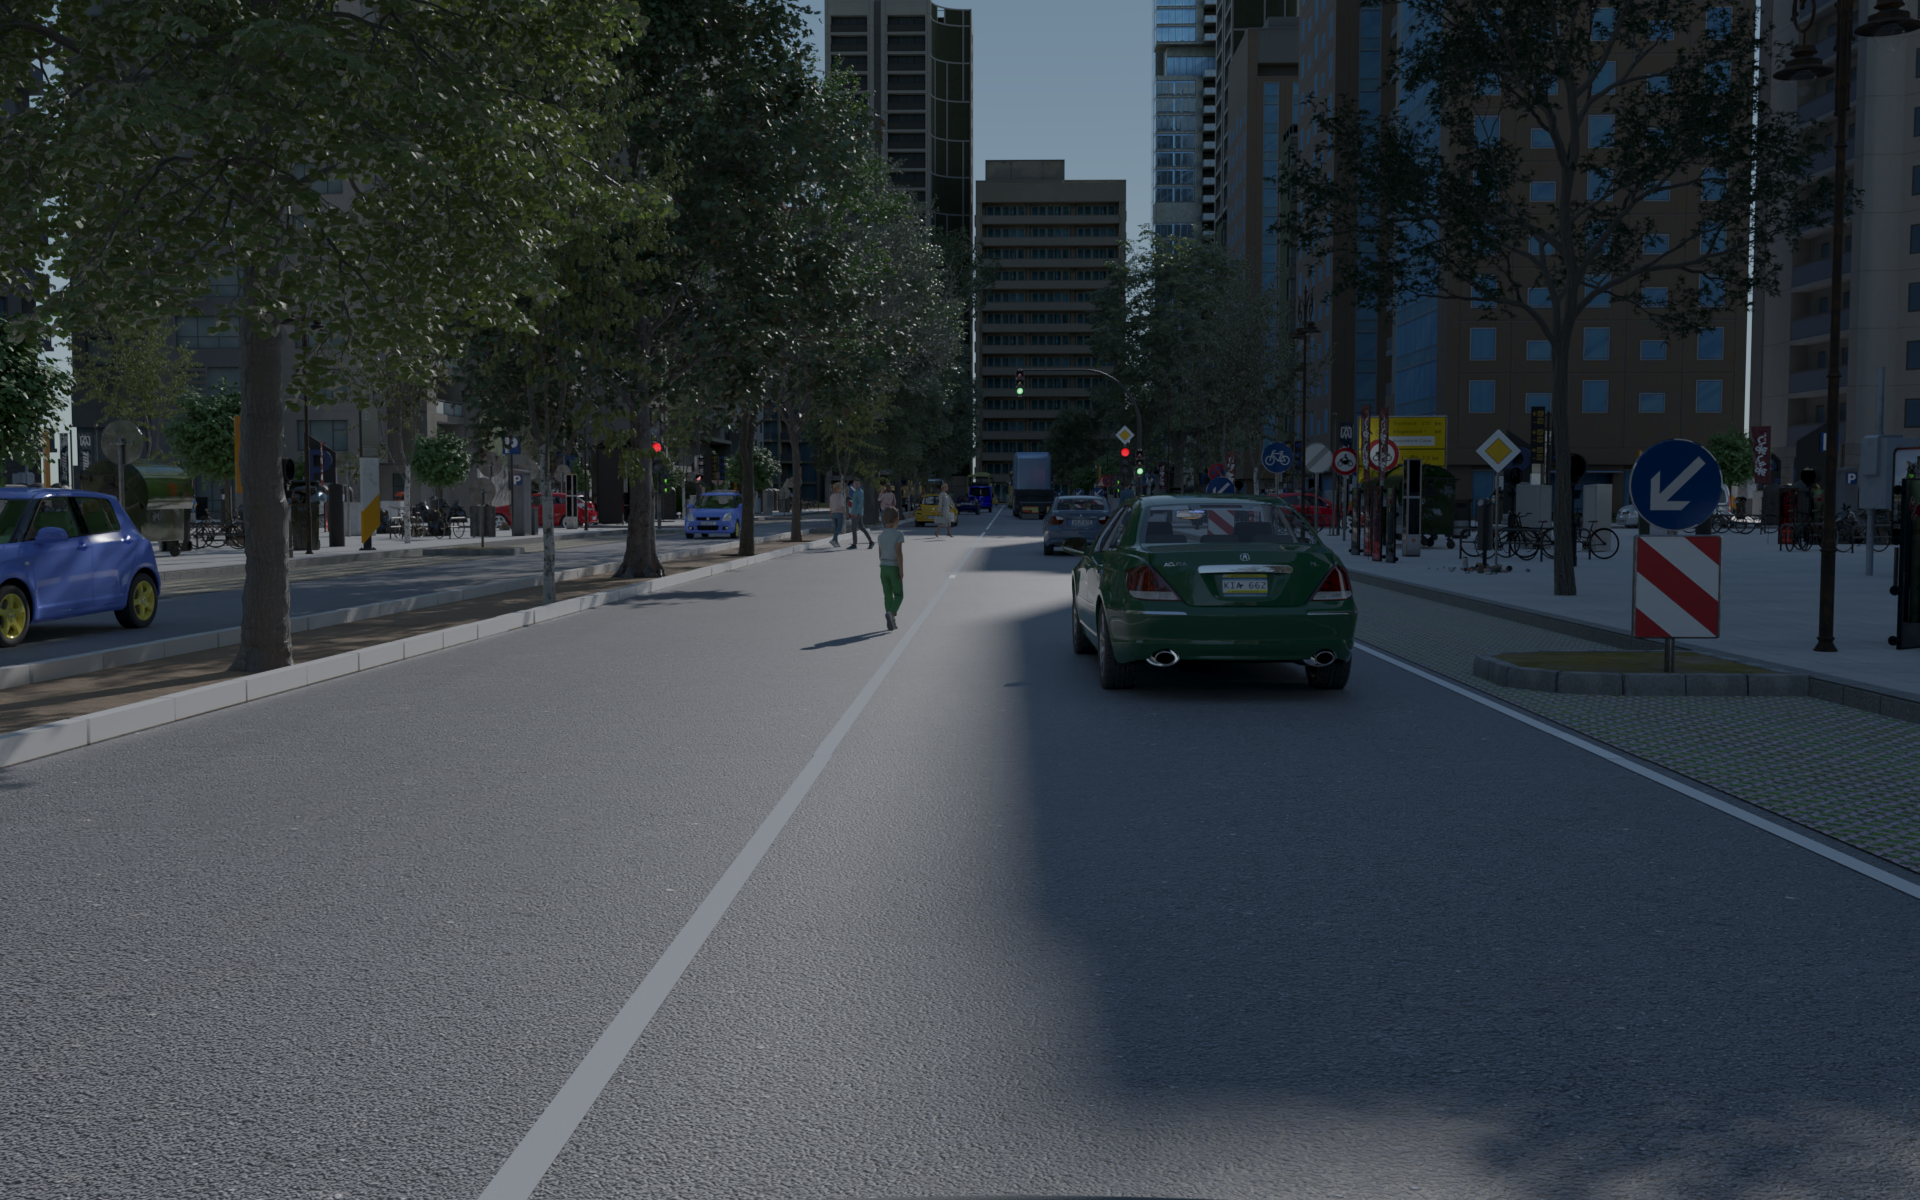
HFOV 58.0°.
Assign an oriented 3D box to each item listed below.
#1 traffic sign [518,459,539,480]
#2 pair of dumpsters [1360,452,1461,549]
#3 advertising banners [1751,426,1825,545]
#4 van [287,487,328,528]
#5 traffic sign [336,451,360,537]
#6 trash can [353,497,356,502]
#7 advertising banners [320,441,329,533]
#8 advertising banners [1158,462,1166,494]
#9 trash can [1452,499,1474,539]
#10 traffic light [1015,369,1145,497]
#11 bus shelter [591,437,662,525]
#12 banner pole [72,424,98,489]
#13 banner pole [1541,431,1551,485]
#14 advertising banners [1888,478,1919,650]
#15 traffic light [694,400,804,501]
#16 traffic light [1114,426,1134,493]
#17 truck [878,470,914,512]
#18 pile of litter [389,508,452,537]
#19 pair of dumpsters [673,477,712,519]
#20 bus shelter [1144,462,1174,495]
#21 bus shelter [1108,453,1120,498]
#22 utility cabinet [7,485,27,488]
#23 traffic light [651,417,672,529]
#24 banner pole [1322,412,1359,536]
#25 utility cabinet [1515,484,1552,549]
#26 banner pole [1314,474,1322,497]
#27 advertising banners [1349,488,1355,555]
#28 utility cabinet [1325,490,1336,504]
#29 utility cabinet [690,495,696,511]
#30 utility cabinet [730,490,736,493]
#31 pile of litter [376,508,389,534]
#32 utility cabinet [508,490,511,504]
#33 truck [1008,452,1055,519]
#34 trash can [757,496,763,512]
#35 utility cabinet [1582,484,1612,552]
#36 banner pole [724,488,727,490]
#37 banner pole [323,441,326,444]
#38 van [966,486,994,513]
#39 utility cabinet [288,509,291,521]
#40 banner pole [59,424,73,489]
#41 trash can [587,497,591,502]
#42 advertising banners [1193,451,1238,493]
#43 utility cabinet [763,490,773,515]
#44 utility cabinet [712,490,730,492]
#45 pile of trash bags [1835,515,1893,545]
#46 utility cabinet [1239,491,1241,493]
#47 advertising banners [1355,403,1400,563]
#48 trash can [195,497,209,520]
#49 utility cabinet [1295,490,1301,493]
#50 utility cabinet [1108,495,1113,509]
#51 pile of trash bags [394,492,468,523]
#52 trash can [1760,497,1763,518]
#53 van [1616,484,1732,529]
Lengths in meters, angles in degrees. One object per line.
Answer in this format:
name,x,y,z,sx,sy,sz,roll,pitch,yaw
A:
traffic sign,-15.604,-3.824,62.632,0.768,2.556,0.104,0,4,5
pair of dumpsters,10.976,-2.438,42.356,1.574,2.255,4.437,0,4,2
advertising banners,21.114,-2.926,44.035,0.090,3.025,2.074,-3,5,-43
van,-25.962,-3.734,68.069,4.112,2.044,2.013,0,4,3
traffic sign,-18.288,-3.159,51.760,0.768,2.556,0.104,0,4,5
trash can,-28.069,-4.141,79.366,0.748,1.137,0.748,0,3,0
advertising banners,-21.287,-3.787,58.101,0.090,3.025,2.074,-1,4,-12
advertising banners,11.733,-6.042,94.979,2.074,3.025,0.090,-1,4,-21
trash can,14.399,-2.337,49.859,0.748,1.137,0.748,0,3,0
traffic light,4.391,-5.396,62.890,4.771,5.953,1.251,0,4,2
bus shelter,-14.322,-5.099,74.646,1.731,3.624,6.357,0,4,2
banner pole,-31.181,-4.410,62.126,0.401,3.779,0.863,2,4,35
banner pole,20.354,-4.294,60.223,0.401,3.779,0.863,3,5,44
advertising banners,8.511,-1.132,14.700,2.074,3.025,0.090,-2,4,-34
traffic light,-8.684,-5.918,71.433,4.771,5.953,1.251,0,4,2
traffic light,6.726,-5.017,70.950,0.839,4.253,0.868,0,4,2
truck,-5.132,-8.812,140.003,3.469,3.379,9.791,0,4,1
pile of litter,-16.245,-2.375,52.790,1.176,0.858,1.719,3,5,45
pair of dumpsters,-14.332,-5.504,92.489,1.574,2.255,4.437,0,4,2
bus shelter,12.936,-7.202,111.678,2.014,3.302,5.546,0,4,2
bus shelter,12.764,-9.957,140.430,2.179,5.291,8.768,0,4,2
utility cabinet,-22.666,-1.969,40.870,0.318,1.500,1.173,3,5,41
traffic light,-11.019,-4.560,63.479,0.839,4.253,0.868,0,4,2
banner pole,11.710,-3.866,53.232,0.863,3.779,0.401,-1,4,-13
utility cabinet,13.413,-1.945,40.479,0.318,1.500,1.173,-1,4,-9
banner pole,20.426,-6.634,98.476,0.863,3.779,0.401,-2,4,-31
advertising banners,8.412,-2.411,35.614,0.090,3.025,2.074,0,4,-7
utility cabinet,22.676,-5.874,104.718,1.173,1.500,0.318,2,4,31
utility cabinet,-12.560,-4.424,83.490,0.306,1.237,1.020,2,4,35
utility cabinet,-13.007,-5.393,96.855,0.318,1.500,1.173,-3,5,-41
pile of litter,-18.650,-2.582,56.186,1.719,0.858,1.176,2,4,25
utility cabinet,-25.956,-5.692,101.745,0.318,1.500,1.173,3,5,40
truck,4.628,-7.084,105.587,2.967,4.110,18.799,0,4,0
trash can,-13.969,-6.761,122.202,0.748,1.137,0.748,0,3,0
utility cabinet,14.179,-1.828,38.570,0.318,1.500,1.173,3,4,36
banner pole,-19.420,-9.337,142.680,0.863,3.779,0.401,3,5,43
banner pole,-30.184,-5.644,82.300,0.401,3.779,0.863,-1,4,-12
van,1.560,-8.018,135.482,2.240,2.365,5.245,0,4,1
utility cabinet,-24.037,-3.104,61.915,0.306,1.237,1.020,-1,4,-18
banner pole,-32.091,-4.421,62.302,0.863,3.779,0.401,2,4,27
trash can,-20.332,-4.953,92.636,0.748,1.137,0.748,0,3,0
advertising banners,10.312,-4.533,70.300,2.074,3.025,0.090,2,4,33
utility cabinet,-11.670,-5.900,105.143,0.318,1.500,1.173,1,4,9
utility cabinet,-13.256,-5.302,95.371,0.318,1.500,1.173,2,4,26
pile of trash bags,24.258,-2.134,44.644,3.447,1.369,1.912,-1,4,-15
utility cabinet,16.085,-5.629,100.715,0.318,1.500,1.173,1,4,20
advertising banners,7.961,-2.248,32.936,0.090,3.025,2.074,0,4,-6
trash can,-37.253,-4.487,85.023,0.748,1.137,0.748,0,3,0
utility cabinet,18.267,-5.158,93.016,0.318,1.500,1.173,2,4,24
utility cabinet,11.326,-7.496,133.721,1.020,1.237,0.306,1,4,14
pile of trash bags,-23.620,-4.099,76.766,1.912,1.369,3.447,2,4,31
trash can,35.040,-3.874,74.994,0.748,1.137,0.748,0,3,0
van,27.690,-3.685,67.254,4.112,2.044,2.013,0,4,2
